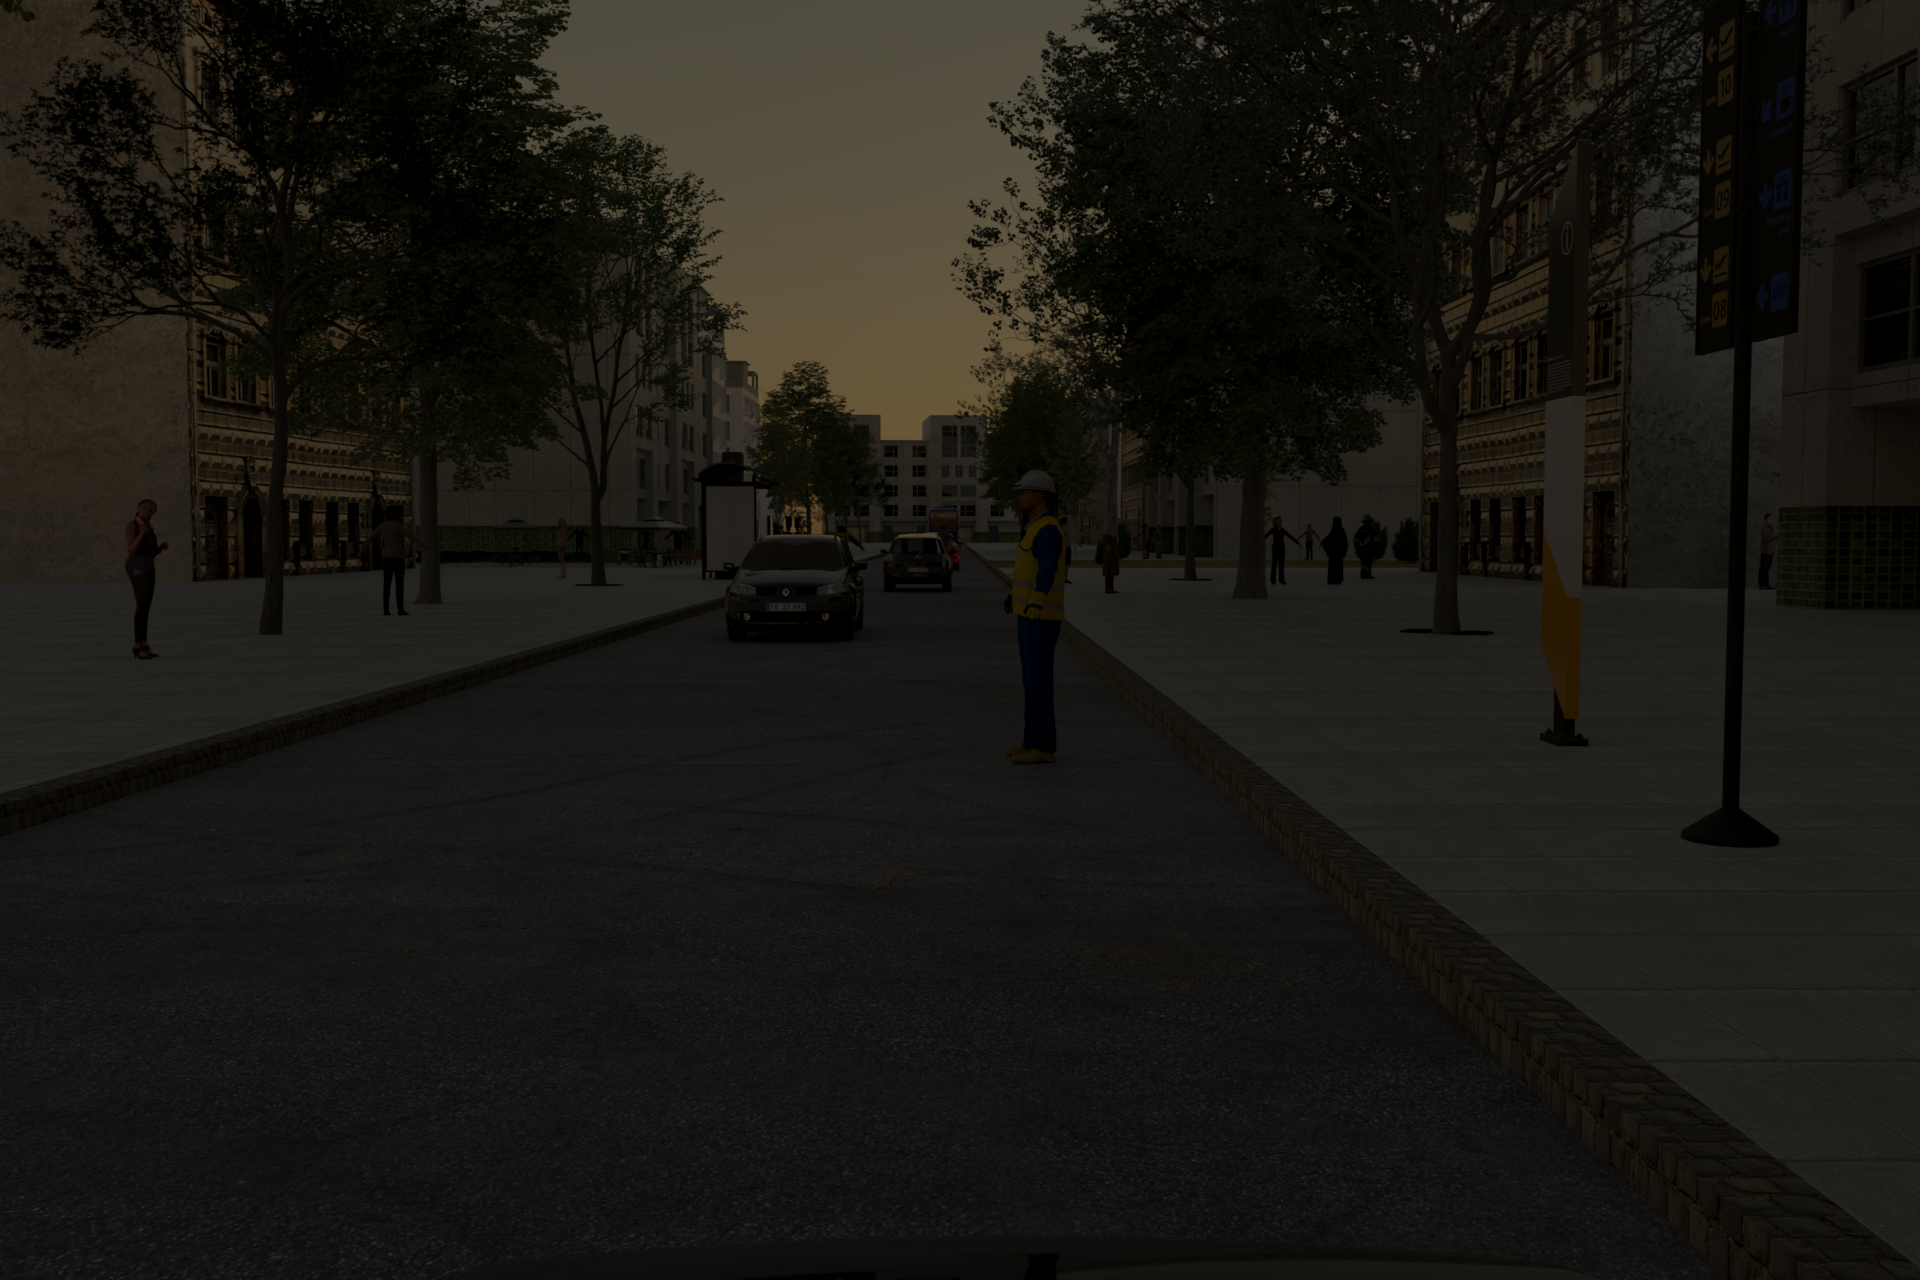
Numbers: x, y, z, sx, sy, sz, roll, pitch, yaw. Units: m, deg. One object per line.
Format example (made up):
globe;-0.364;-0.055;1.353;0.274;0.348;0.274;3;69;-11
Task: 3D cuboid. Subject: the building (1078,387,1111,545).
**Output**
building;24.434;-23.111;208.797;19.493;23.208;18.063;0;4;-1

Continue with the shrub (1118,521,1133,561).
shrub;7.566;-4.844;83.612;1.690;2.028;1.600;0;3;0

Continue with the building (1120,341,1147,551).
building;22.696;-18.612;135.239;19.493;23.208;18.063;0;4;0

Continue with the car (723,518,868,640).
car;-2.290;-0.906;24.601;2.009;1.686;4.222;0;4;0

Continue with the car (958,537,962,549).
car;-0.750;-9.860;170.996;2.009;1.686;4.222;0;4;-2

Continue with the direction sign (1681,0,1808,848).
direction sign;3.228;-0.927;7.156;0.379;3.537;0.876;0;3;0

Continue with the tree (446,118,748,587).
tree;-8.978;-7.150;42.652;9.928;11.665;9.643;0;3;0

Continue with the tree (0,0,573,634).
tree;-8.500;-5.355;21.968;7.601;10.594;8.767;-1;4;-19

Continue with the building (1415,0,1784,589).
building;24.849;-13.343;49.083;19.493;23.208;18.063;0;3;0

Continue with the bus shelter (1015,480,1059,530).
bus shelter;3.464;-5.293;77.826;1.731;3.624;6.357;0;4;0

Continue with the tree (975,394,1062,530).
tree;5.066;-13.511;139.029;7.486;12.596;7.792;0;3;0

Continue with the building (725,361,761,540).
building;-28.450;-20.400;189.962;16.016;20.090;11.380;0;4;1

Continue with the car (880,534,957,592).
car;-1.065;-2.112;44.323;2.009;1.686;4.222;0;4;-1

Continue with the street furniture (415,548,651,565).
street furniture;-18.634;-3.705;76.211;10.072;0.657;5.734;-1;4;-9

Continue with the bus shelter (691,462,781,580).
bus shelter;-6.534;-3.502;51.179;2.014;3.302;5.546;0;4;-1

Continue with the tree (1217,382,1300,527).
tree;13.271;-7.789;77.714;4.737;8.622;4.395;0;3;0

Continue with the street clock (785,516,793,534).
street clock;-6.775;-3.917;68.609;0.358;2.002;0.471;0;4;1

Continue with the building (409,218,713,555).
building;-26.790;-15.072;112.886;16.747;18.905;31.486;0;4;0

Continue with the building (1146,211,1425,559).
building;21.288;-14.500;103.540;16.747;18.905;31.486;0;4;0

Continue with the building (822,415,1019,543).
building;-5.133;-24.119;263.267;31.486;18.905;16.747;0;4;-5

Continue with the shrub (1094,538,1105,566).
shrub;5.843;-3.581;69.671;1.383;1.207;1.383;0;3;0

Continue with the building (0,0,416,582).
building;-29.591;-13.688;54.725;19.493;23.208;18.063;0;4;1

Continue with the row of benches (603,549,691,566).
row of benches;-12.943;-3.391;70.911;4.104;0.672;1.422;0;4;1

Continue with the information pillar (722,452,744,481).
information pillar;-7.166;-4.000;54.779;0.750;3.857;0.750;0;4;-1

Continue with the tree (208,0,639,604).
tree;-9.885;-6.959;31.902;7.486;12.596;7.792;0;3;0

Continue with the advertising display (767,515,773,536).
advertising display;-6.568;-3.350;59.979;0.123;1.923;0.974;0;3;0

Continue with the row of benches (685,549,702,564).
row of benches;-10.297;-3.687;75.741;1.422;0.672;4.104;3;4;38

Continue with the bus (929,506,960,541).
bus;-1.391;-9.811;151.955;2.896;3.916;12.251;0;4;0

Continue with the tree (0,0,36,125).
tree;-9.040;-3.819;12.799;4.737;8.622;4.395;0;3;0

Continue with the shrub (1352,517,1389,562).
shrub;18.802;-4.601;79.266;1.661;2.075;1.752;0;3;0

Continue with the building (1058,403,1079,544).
building;21.353;-22.467;233.796;16.747;18.905;31.486;0;4;0

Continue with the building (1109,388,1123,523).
building;22.107;-20.816;196.762;16.016;20.090;11.380;0;3;0

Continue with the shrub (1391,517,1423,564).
shrub;19.539;-4.351;75.185;1.661;2.075;1.752;0;3;0

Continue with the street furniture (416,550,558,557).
street furniture;-24.535;-4.233;84.829;10.072;0.657;5.734;0;4;7

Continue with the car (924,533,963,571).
car;-0.931;-3.684;69.281;2.155;1.783;4.494;0;4;-1

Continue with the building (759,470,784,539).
building;-26.773;-16.975;219.685;9.099;9.664;28.070;0;4;0

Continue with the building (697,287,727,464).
building;-24.707;-16.957;133.672;16.016;20.090;11.380;0;3;0

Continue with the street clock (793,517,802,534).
street clock;-6.967;-4.261;74.239;0.358;2.002;0.471;0;4;1

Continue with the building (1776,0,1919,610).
building;23.052;-9.066;14.692;16.747;18.905;31.486;0;4;0

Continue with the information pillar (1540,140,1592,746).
information pillar;3.705;-1.177;10.601;0.183;3.616;0.504;0;3;0
